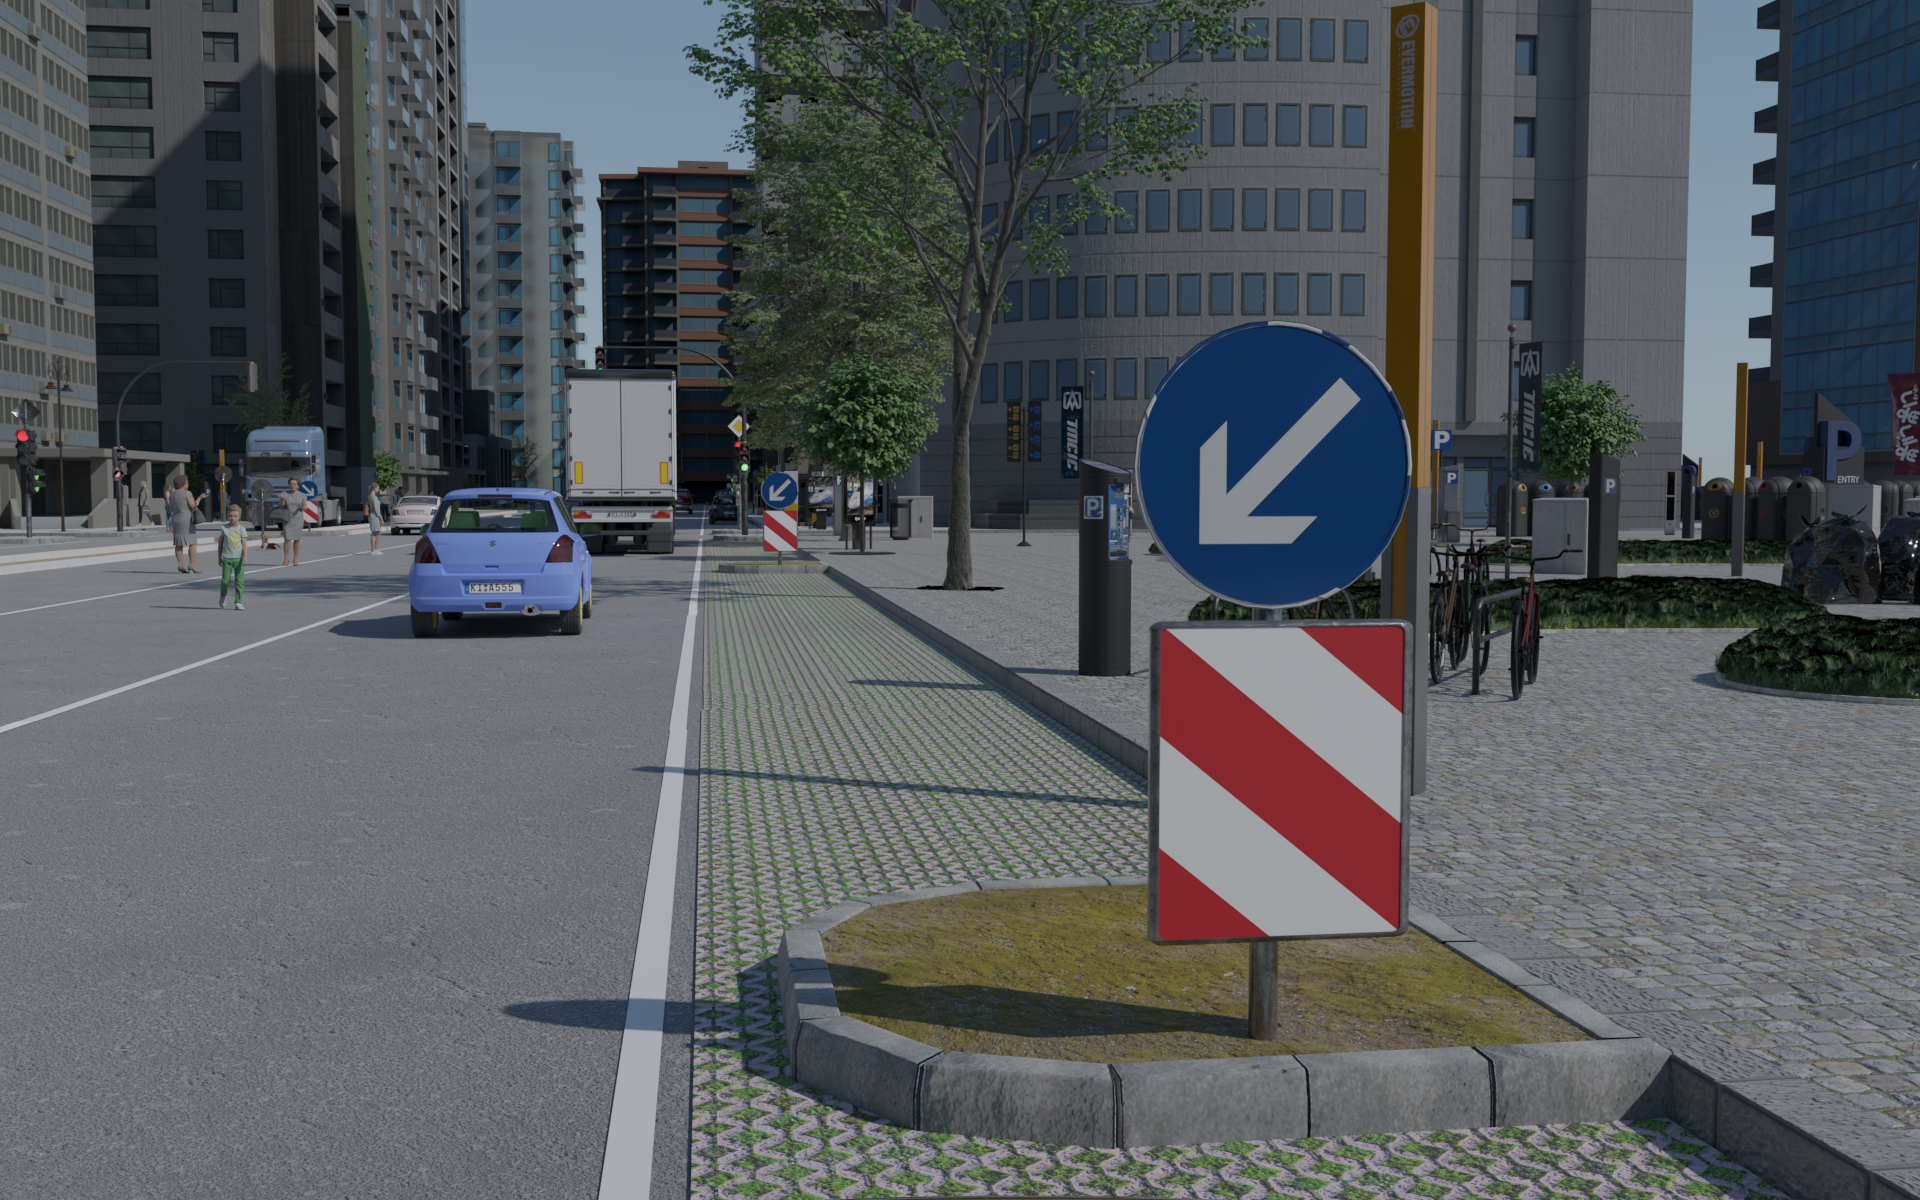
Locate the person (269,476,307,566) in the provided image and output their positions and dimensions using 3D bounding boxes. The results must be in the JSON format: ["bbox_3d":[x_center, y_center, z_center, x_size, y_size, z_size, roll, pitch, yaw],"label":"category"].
[{"bbox_3d":[-13.343,-1.564,34.428,0.716,1.782,0.532,-2,4,-24],"label":"person"}]

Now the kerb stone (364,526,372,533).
[{"bbox_3d":[-21.837,-2.560,64.044,0.120,0.150,1.000,-1,4,-8],"label":"kerb stone"}]

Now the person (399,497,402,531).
[{"bbox_3d":[-21.556,-3.314,66.929,0.306,1.304,0.590,1,4,10],"label":"person"}]

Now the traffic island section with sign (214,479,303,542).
[{"bbox_3d":[-21.158,-2.692,52.145,2.006,1.907,1.989,-1,4,-8],"label":"traffic island section with sign"}]

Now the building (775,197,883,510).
[{"bbox_3d":[1.941,-16.658,117.391,27.650,21.520,28.899,-1,4,-8],"label":"building"}]

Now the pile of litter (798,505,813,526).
[{"bbox_3d":[-6.266,-3.379,69.214,1.719,0.858,1.176,-1,4,-18],"label":"pile of litter"}]

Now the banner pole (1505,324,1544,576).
[{"bbox_3d":[8.199,-2.159,25.325,0.401,3.779,0.863,-2,4,-25],"label":"banner pole"}]

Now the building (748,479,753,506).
[{"bbox_3d":[-9.039,-31.117,200.644,32.217,40.220,23.993,-1,4,-8],"label":"building"}]

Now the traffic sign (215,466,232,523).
[{"bbox_3d":[-33.021,-4.743,77.649,0.768,2.556,0.104,0,4,-3],"label":"traffic sign"}]

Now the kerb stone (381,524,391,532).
[{"bbox_3d":[-22.280,-2.743,67.085,0.120,0.150,1.000,-1,4,-8],"label":"kerb stone"}]

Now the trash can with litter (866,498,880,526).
[{"bbox_3d":[-3.653,-3.586,70.015,0.624,1.170,1.055,1,4,11],"label":"trash can with litter"}]

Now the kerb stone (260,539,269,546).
[{"bbox_3d":[-19.540,-1.596,48.339,0.120,0.150,1.000,-1,4,-8],"label":"kerb stone"}]

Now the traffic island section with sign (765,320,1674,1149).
[{"bbox_3d":[0.512,0.238,4.742,1.989,1.847,2.006,-1,4,-8],"label":"traffic island section with sign"}]

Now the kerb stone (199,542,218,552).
[{"bbox_3d":[-18.797,-1.288,43.254,0.120,0.150,1.000,-1,4,-8],"label":"kerb stone"}]

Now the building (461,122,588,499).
[{"bbox_3d":[-64.146,-37.067,225.660,30.456,49.044,23.786,-1,4,-8],"label":"building"}]

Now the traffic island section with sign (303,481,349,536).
[{"bbox_3d":[-22.222,-3.140,59.476,2.006,1.907,1.989,-1,4,-8],"label":"traffic island section with sign"}]

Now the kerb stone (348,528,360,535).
[{"bbox_3d":[-21.393,-2.371,61.008,0.120,0.150,1.000,-1,4,-8],"label":"kerb stone"}]

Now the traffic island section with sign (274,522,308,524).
[{"bbox_3d":[-31.843,-4.575,83.437,1.989,1.847,2.006,-1,4,-8],"label":"traffic island section with sign"}]

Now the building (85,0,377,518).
[{"bbox_3d":[-41.355,-19.866,96.509,14.160,30.474,14.107,-1,4,-8],"label":"building"}]

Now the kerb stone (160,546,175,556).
[{"bbox_3d":[-18.347,-1.095,40.213,0.120,0.150,1.000,-1,4,-8],"label":"kerb stone"}]

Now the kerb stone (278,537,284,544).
[{"bbox_3d":[-19.836,-1.712,50.366,0.120,0.150,1.000,-1,4,-8],"label":"kerb stone"}]

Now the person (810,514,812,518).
[{"bbox_3d":[-7.946,-5.168,91.124,0.643,1.750,0.593,-1,4,-12],"label":"person"}]

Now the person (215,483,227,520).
[{"bbox_3d":[-36.845,-4.925,86.668,0.850,1.850,0.679,-1,4,-20],"label":"person"}]

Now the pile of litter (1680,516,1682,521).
[{"bbox_3d":[34.418,-4.240,83.287,1.176,0.858,1.719,0,4,-2],"label":"pile of litter"}]

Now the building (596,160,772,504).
[{"bbox_3d":[-34.685,-35.217,230.429,28.867,44.769,22.147,-1,4,-8],"label":"building"}]

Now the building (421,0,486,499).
[{"bbox_3d":[-58.471,-44.828,171.186,20.563,71.187,20.611,-1,4,-8],"label":"building"}]

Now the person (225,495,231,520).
[{"bbox_3d":[-36.098,-4.562,85.310,0.332,1.250,0.352,3,5,39],"label":"person"}]

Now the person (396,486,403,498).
[{"bbox_3d":[-30.200,-5.210,93.489,0.447,1.846,0.655,-2,4,-25],"label":"person"}]

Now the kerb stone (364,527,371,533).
[{"bbox_3d":[-21.688,-2.498,63.033,0.120,0.150,1.000,-1,4,-8],"label":"kerb stone"}]

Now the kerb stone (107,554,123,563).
[{"bbox_3d":[-17.757,-0.849,36.158,0.120,0.150,1.000,-1,4,-8],"label":"kerb stone"}]

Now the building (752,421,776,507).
[{"bbox_3d":[-10.823,-45.180,176.942,20.563,71.187,20.611,-1,4,-8],"label":"building"}]

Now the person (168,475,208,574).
[{"bbox_3d":[-13.872,-1.369,31.248,0.716,1.782,0.532,1,4,19],"label":"person"}]

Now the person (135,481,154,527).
[{"bbox_3d":[-31.803,-3.754,67.609,0.709,1.800,0.728,2,4,35],"label":"person"}]

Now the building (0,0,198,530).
[{"bbox_3d":[-49.061,-22.973,67.482,32.217,40.220,23.993,-1,4,-8],"label":"building"}]

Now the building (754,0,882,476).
[{"bbox_3d":[-4.354,-34.553,154.185,28.713,52.752,27.495,-1,4,-8],"label":"building"}]

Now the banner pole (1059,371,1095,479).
[{"bbox_3d":[2.442,-2.768,35.271,0.863,3.779,0.401,1,4,15],"label":"banner pole"}]

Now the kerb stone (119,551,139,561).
[{"bbox_3d":[-17.909,-0.916,37.172,0.120,0.150,1.000,-1,4,-8],"label":"kerb stone"}]

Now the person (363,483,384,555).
[{"bbox_3d":[-13.780,-1.911,40.755,0.522,1.701,0.512,-3,4,-38],"label":"person"}]

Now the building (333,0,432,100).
[{"bbox_3d":[-57.056,-32.214,146.312,23.786,49.044,30.456,-1,4,-8],"label":"building"}]

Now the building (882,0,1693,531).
[{"bbox_3d":[11.660,-32.390,71.571,28.212,58.520,21.231,-1,4,-8],"label":"building"}]

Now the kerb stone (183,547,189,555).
[{"bbox_3d":[-18.493,-1.164,41.224,0.120,0.150,1.000,-1,4,-8],"label":"kerb stone"}]

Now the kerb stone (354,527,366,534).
[{"bbox_3d":[-21.541,-2.436,62.021,0.120,0.150,1.000,-1,4,-8],"label":"kerb stone"}]

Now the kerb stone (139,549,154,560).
[{"bbox_3d":[-18.050,-0.978,38.186,0.120,0.150,1.000,-1,4,-8],"label":"kerb stone"}]

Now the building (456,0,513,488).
[{"bbox_3d":[-67.231,-53.742,191.361,31.000,86.520,22.319,-1,4,-8],"label":"building"}]

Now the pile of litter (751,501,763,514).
[{"bbox_3d":[-13.167,-6.094,113.597,1.176,0.858,1.719,0,4,0],"label":"pile of litter"}]

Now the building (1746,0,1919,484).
[{"bbox_3d":[46.854,-26.210,78.641,14.200,45.320,14.600,-1,4,-8],"label":"building"}]

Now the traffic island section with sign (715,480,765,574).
[{"bbox_3d":[-3.447,-1.420,31.839,1.989,1.847,2.006,-1,4,-8],"label":"traffic island section with sign"}]

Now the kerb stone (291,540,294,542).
[{"bbox_3d":[-19.983,-1.785,51.380,0.120,0.150,1.000,-1,4,-8],"label":"kerb stone"}]

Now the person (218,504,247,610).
[{"bbox_3d":[-9.030,-0.534,21.480,0.306,1.304,0.590,-3,5,-41],"label":"person"}]

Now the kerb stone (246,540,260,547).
[{"bbox_3d":[-19.391,-1.537,47.320,0.120,0.150,1.000,-1,4,-8],"label":"kerb stone"}]

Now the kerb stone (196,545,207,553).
[{"bbox_3d":[-18.637,-1.226,42.242,0.120,0.150,1.000,-1,4,-8],"label":"kerb stone"}]

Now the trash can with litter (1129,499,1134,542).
[{"bbox_3d":[4.003,-2.083,45.442,1.055,1.170,0.624,0,4,-3],"label":"trash can with litter"}]

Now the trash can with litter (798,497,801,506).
[{"bbox_3d":[-7.281,-3.822,73.883,1.055,1.170,0.624,3,5,43],"label":"trash can with litter"}]

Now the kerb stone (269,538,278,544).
[{"bbox_3d":[-19.681,-1.661,49.356,0.120,0.150,1.000,-1,4,-8],"label":"kerb stone"}]

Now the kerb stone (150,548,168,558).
[{"bbox_3d":[-18.200,-1.033,39.197,0.120,0.150,1.000,-1,4,-8],"label":"kerb stone"}]

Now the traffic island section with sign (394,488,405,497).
[{"bbox_3d":[-35.836,-6.243,110.702,1.989,1.847,2.006,-1,4,-8],"label":"traffic island section with sign"}]

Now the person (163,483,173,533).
[{"bbox_3d":[-29.169,-3.387,63.887,0.388,1.821,0.555,-3,5,-44],"label":"person"}]
